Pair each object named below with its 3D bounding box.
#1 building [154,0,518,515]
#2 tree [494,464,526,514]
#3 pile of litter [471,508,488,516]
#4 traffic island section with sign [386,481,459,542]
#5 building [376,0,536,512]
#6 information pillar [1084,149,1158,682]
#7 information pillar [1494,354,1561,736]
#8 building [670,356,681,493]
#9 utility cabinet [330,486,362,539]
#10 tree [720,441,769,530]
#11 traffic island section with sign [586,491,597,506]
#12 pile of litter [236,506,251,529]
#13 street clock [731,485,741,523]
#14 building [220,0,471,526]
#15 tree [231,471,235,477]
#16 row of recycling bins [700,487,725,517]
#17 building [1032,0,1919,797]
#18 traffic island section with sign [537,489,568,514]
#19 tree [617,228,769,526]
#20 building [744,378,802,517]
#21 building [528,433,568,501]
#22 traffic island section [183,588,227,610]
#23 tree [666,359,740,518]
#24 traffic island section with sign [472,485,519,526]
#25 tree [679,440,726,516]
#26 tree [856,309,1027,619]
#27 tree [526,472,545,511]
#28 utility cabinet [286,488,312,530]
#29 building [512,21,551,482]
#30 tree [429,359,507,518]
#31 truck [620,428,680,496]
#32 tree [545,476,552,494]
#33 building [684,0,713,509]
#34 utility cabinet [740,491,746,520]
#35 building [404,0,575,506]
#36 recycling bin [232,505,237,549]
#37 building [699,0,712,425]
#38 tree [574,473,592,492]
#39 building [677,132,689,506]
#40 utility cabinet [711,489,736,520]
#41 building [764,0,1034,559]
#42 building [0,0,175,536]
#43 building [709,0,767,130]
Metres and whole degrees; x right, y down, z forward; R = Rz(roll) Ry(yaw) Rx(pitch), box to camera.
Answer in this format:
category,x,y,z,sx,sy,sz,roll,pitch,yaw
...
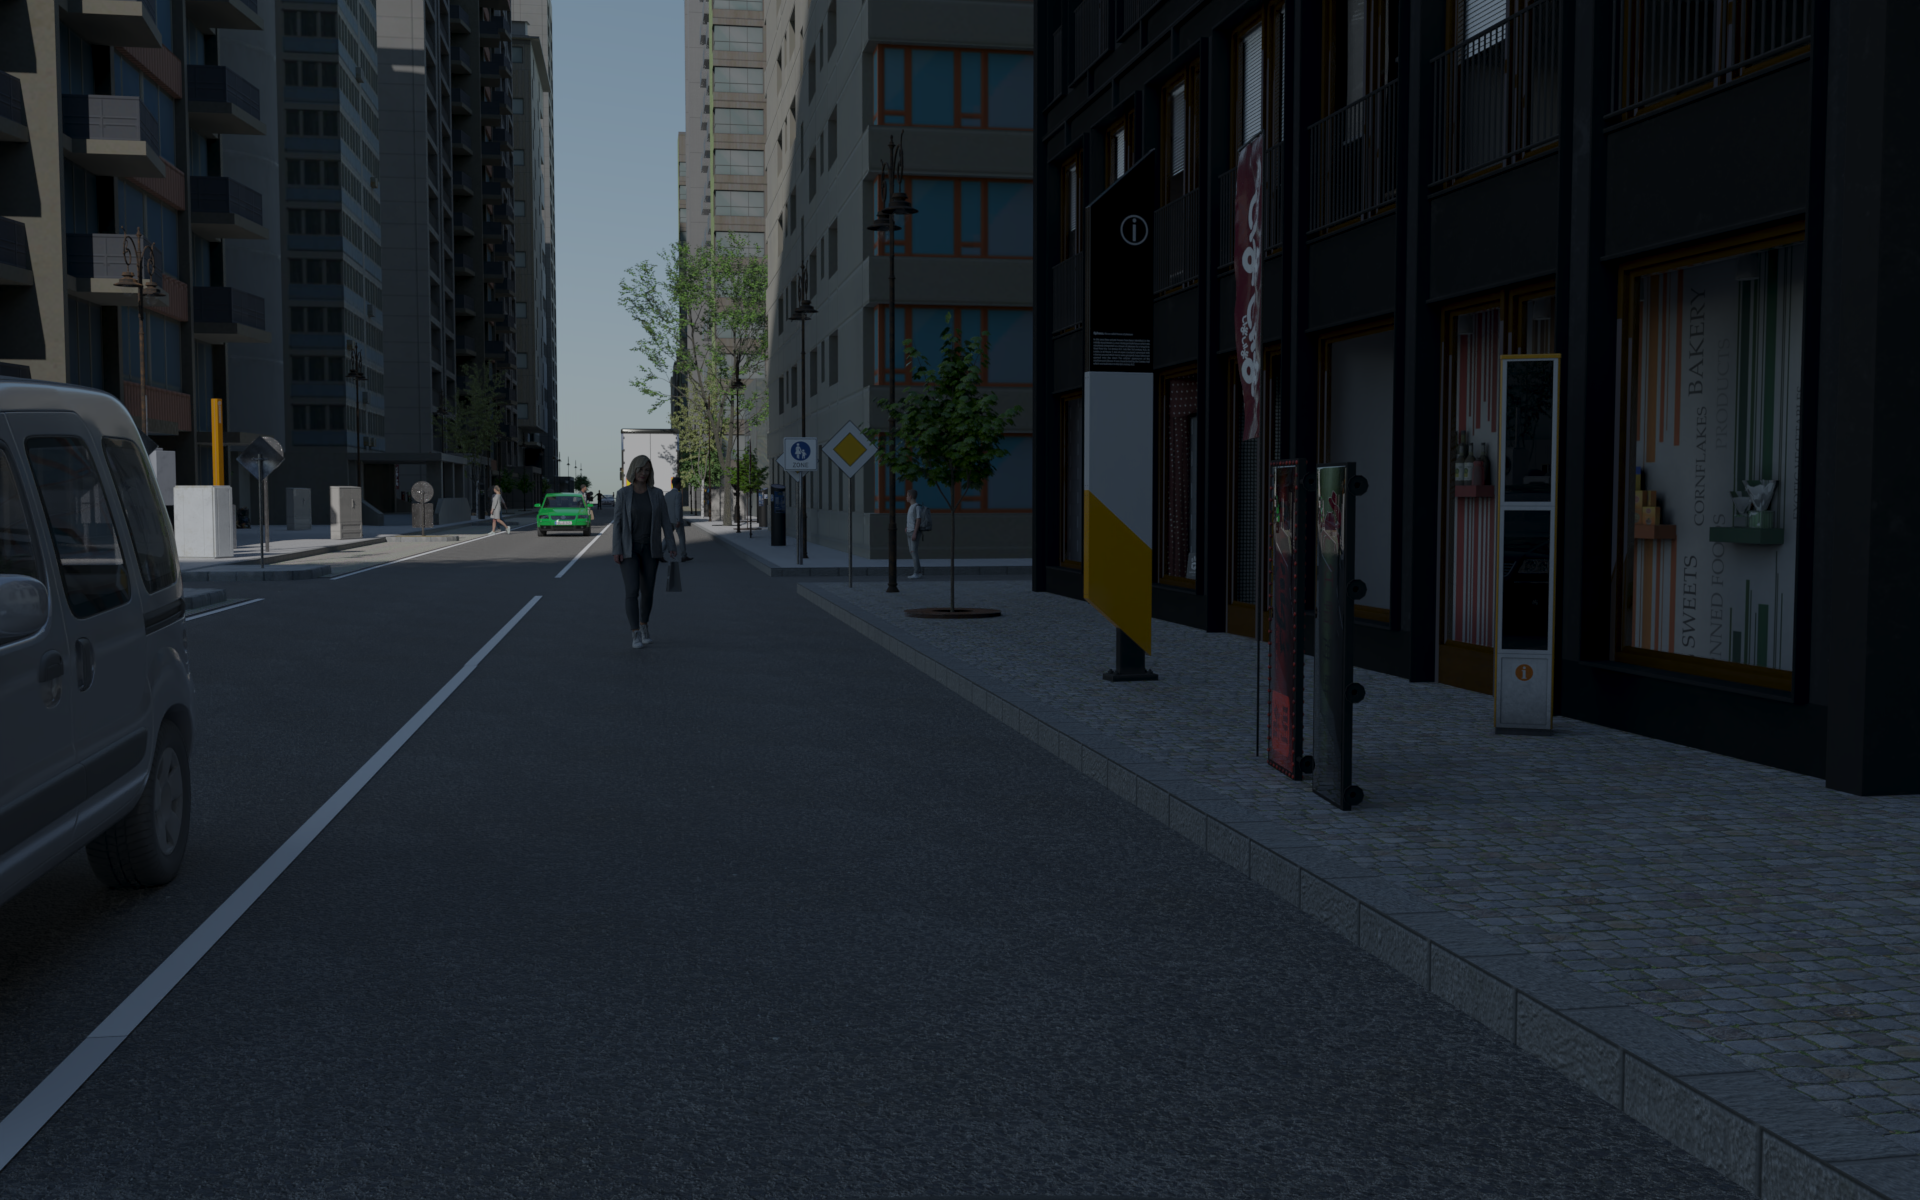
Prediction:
category,x,y,z,sx,sy,sz,roll,pitch,yaw
building,-46.715,-29.406,135.411,22.147,44.769,28.867,-1,4,-10
tree,-29.840,-7.280,113.635,1.663,3.219,1.824,0,3,0
pile of litter,-28.540,-5.434,102.813,1.719,0.858,1.176,1,4,13
traffic island section with sign,-16.254,-2.680,52.443,1.989,1.847,2.006,-1,4,-10
building,-49.621,-44.093,159.179,20.563,71.187,20.611,-1,4,-10
information pillar,1.097,-1.251,11.814,0.504,3.616,0.183,-1,4,-18
information pillar,3.035,-0.293,9.277,0.304,2.012,0.304,1,4,18
building,-22.505,-23.083,222.449,27.650,21.520,28.899,-1,4,-10
utility cabinet,-17.342,-2.464,48.965,0.318,1.500,1.173,1,4,11
tree,-7.537,-4.142,62.322,1.663,3.219,1.824,0,3,0
traffic island section with sign,-50.201,-13.907,235.999,1.989,1.847,2.006,-1,4,-10
pile of litter,-26.869,-3.077,64.279,1.176,0.858,1.719,0,4,-7
street clock,-9.879,-4.407,76.632,0.471,2.002,0.358,1,4,23
building,-38.591,-23.378,74.107,32.217,40.220,23.993,-1,4,-10
tree,-26.325,-4.060,60.983,1.663,3.219,1.824,0,3,0
row of recycling bins,-13.602,-5.470,96.548,1.069,1.692,3.534,-2,4,-24
building,8.433,-11.365,15.501,12.332,23.373,15.834,-1,4,-10
traffic island section with sign,-30.267,-7.313,128.195,1.989,1.847,2.006,-1,4,-10
tree,-9.483,-8.779,69.298,9.928,11.665,9.643,0,3,0
building,0.540,-47.605,91.005,22.319,86.520,31.000,-1,4,-10
building,-67.125,-32.436,222.208,32.217,40.220,23.993,-1,4,-10
traffic island section,-10.619,0.013,22.068,2.009,0.180,2.903,-1,4,-10
tree,-13.700,-8.657,91.907,4.737,8.622,4.395,0,3,0
traffic island section with sign,-21.157,-4.301,78.950,1.989,1.847,2.006,-1,4,-10
tree,-15.018,-7.168,100.906,4.285,4.588,4.351,0,3,0
tree,-0.078,-1.452,18.344,1.663,3.219,1.824,0,3,0
tree,-32.981,-8.388,131.740,1.663,3.219,1.824,0,3,0
utility cabinet,-23.424,-3.224,61.386,0.318,1.500,1.173,1,4,8
building,-61.336,-37.139,196.464,28.713,52.752,27.495,-1,4,-10
tree,-26.428,-8.800,94.245,4.737,8.622,4.395,0,3,0
truck,-14.244,-5.544,79.563,2.839,4.237,11.283,-1,4,-10
tree,-42.604,-11.217,178.000,1.663,3.219,1.824,0,3,0
building,-15.718,-38.198,166.538,21.231,58.520,28.212,-1,4,-10
utility cabinet,-11.170,-4.700,85.523,1.173,1.500,0.318,1,4,14
building,-65.465,-49.300,244.311,20.563,71.187,20.611,-1,4,-10
recycling bin,-17.289,-1.690,40.182,0.722,1.027,0.722,0,4,1
building,-9.162,-31.722,138.261,23.786,49.044,30.456,-1,4,-10
tree,-57.001,-16.952,260.873,4.285,4.588,4.351,0,3,0
building,-25.279,-31.555,199.522,14.154,41.232,14.086,-1,4,-10
utility cabinet,-11.402,-4.554,83.144,1.173,1.500,0.318,3,4,37
building,9.936,-12.504,49.483,28.899,21.520,27.650,-1,4,-10
building,-29.758,-23.610,40.650,22.147,44.769,28.867,-1,4,-10
building,-9.601,-26.409,115.376,14.154,41.232,14.086,-1,4,-10
